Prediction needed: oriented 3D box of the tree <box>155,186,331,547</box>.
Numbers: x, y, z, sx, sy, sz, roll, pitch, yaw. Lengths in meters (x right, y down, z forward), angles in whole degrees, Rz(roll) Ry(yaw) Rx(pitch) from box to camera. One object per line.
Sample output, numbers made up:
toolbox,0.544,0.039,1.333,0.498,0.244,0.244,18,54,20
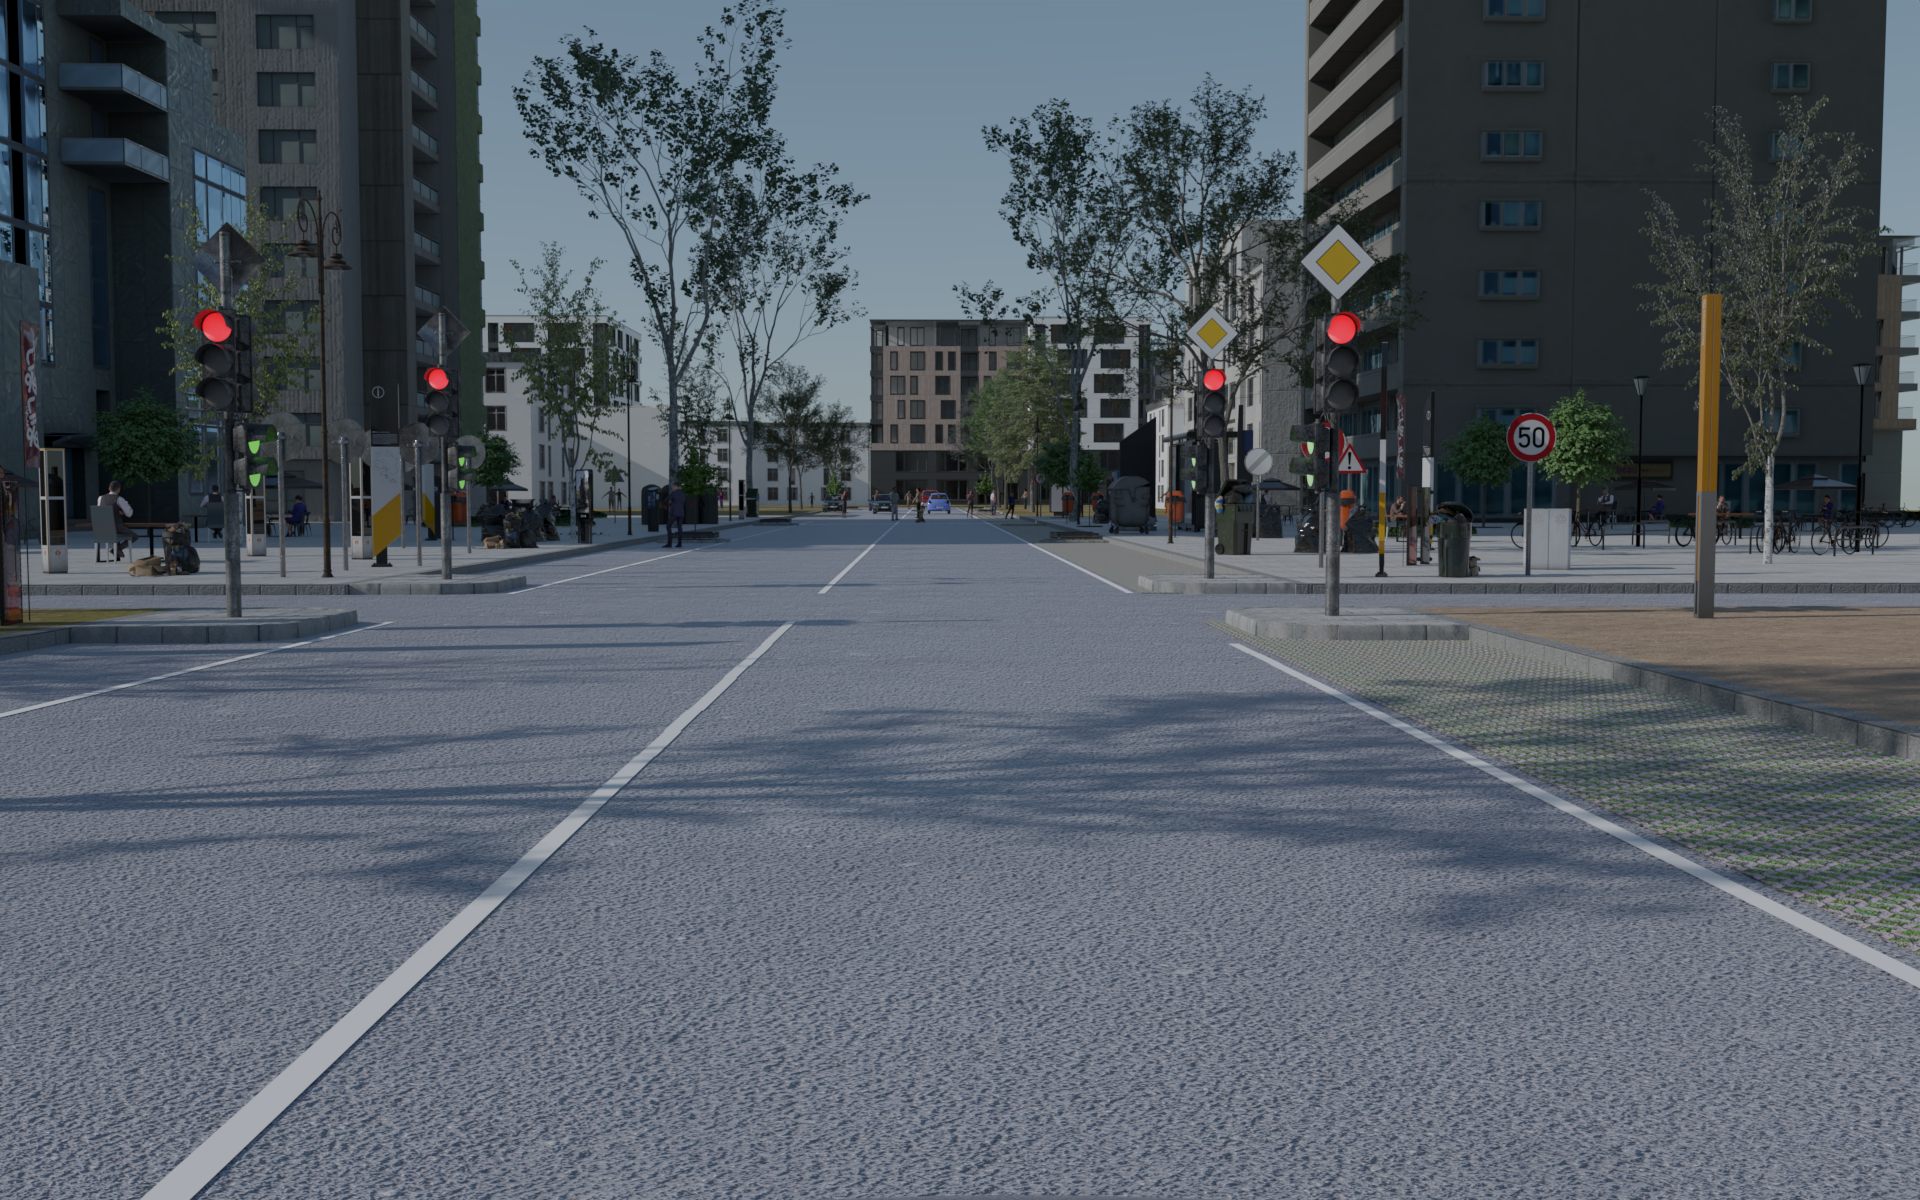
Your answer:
tree,-17.536,-5.613,42.135,4.737,8.622,4.395,0,3,0

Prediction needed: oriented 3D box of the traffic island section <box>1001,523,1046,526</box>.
traffic island section,2.844,-3.393,78.339,1.991,0.108,1.994,0,4,-1

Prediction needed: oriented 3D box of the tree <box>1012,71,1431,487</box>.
tree,5.861,-6.312,37.618,8.767,10.594,7.601,0,4,6

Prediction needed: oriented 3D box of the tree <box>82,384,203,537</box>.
tree,-24.406,-4.163,51.785,4.285,4.588,4.351,0,3,0

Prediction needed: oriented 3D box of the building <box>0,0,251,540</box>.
building,-37.532,-45.220,52.017,22.319,86.520,31.000,0,4,-1

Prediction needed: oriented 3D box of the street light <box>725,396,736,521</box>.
street light,-10.860,-6.662,81.719,0.468,5.910,1.993,0,4,-1

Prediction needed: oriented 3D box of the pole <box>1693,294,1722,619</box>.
pole,7.688,-1.466,17.805,0.158,3.312,0.155,0,3,0

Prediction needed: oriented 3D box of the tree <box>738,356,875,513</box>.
tree,-11.771,-11.184,117.277,8.767,10.594,7.601,3,4,37

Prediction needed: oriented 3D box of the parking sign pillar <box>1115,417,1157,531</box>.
parking sign pillar,6.155,-4.399,60.395,1.447,3.967,1.447,-1,4,-11

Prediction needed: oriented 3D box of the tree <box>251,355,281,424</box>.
tree,-30.819,-7.485,72.749,4.360,8.622,3.978,0,3,0

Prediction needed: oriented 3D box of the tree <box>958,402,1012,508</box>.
tree,3.370,-13.930,162.172,7.601,10.594,8.767,1,4,13

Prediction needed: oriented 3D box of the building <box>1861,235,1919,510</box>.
building,59.324,-18.757,150.651,32.646,21.610,27.936,0,4,-1

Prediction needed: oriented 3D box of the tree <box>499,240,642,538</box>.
tree,-11.263,-6.109,50.244,4.737,8.622,4.395,0,3,0

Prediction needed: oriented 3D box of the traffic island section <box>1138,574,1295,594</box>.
traffic island section,3.803,-0.244,26.265,2.009,0.180,2.903,0,4,-1

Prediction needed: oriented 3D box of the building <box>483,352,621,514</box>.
building,-30.062,-10.654,116.342,9.099,9.664,28.070,0,4,-1

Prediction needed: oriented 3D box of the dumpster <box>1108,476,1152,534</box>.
dumpster,5.460,-3.053,55.676,1.264,1.857,1.865,0,4,-1

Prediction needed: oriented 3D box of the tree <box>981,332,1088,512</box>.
tree,5.503,-12.432,121.387,7.486,12.596,7.792,0,3,0

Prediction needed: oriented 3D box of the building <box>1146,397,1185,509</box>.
building,22.406,-12.735,150.363,9.099,9.664,28.070,0,4,-1

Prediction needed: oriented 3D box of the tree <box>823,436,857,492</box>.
tree,-12.739,-13.898,177.598,4.360,8.622,3.978,0,3,0

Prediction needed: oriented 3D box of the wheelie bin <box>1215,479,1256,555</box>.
wheelie bin,5.840,-1.754,36.584,0.980,1.594,0.693,-3,4,-38

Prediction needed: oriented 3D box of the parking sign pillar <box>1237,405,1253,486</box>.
parking sign pillar,8.686,-3.943,52.948,1.447,3.967,1.447,0,4,7

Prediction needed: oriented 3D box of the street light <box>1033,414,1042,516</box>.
street light,4.482,-7.794,100.221,0.468,5.910,1.993,0,4,-1

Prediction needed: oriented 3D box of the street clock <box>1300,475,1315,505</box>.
street clock,9.893,-2.731,49.216,0.471,2.002,0.358,0,4,4

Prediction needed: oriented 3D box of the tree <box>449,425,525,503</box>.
tree,-21.903,-5.915,80.427,4.285,4.588,4.351,0,3,0

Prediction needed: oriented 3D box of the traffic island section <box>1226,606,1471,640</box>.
traffic island section,3.949,0.245,18.281,2.009,0.180,2.903,0,4,-1

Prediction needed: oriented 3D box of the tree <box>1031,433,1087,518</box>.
tree,5.487,-6.647,92.395,4.285,4.588,4.351,0,3,0

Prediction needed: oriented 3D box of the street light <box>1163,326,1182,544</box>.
street light,5.455,-4.398,44.693,0.468,5.910,1.993,0,4,-1

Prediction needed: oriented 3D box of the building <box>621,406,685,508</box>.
building,-40.418,-13.316,159.860,28.070,9.664,9.099,0,4,-1

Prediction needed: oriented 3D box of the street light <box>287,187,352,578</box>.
street light,-9.728,-3.283,26.465,0.468,5.910,1.993,0,4,-1

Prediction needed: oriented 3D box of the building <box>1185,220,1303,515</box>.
building,26.318,-15.533,120.425,16.747,18.905,31.486,0,4,-1

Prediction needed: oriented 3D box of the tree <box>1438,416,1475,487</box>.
tree,20.043,-5.026,65.896,4.285,4.588,4.351,0,3,0

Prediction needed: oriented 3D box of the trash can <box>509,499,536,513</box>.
trash can,-12.644,-2.350,50.081,0.748,1.137,0.748,0,3,0

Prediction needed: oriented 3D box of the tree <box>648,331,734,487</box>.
tree,-11.916,-7.805,77.977,4.360,8.622,3.978,0,3,0

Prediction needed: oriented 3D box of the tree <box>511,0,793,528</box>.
tree,-9.355,-12.765,64.599,12.611,20.169,13.585,0,3,0

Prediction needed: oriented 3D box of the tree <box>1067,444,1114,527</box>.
tree,5.007,-4.453,67.410,1.663,3.219,1.824,0,3,0

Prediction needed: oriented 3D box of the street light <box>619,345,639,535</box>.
street light,-10.337,-4.970,54.054,0.468,5.910,1.993,0,4,-1

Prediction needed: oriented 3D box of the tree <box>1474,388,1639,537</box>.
tree,18.936,-4.224,52.769,4.285,4.588,4.351,0,3,0

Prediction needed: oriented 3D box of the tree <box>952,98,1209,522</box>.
tree,5.993,-13.787,81.308,12.611,20.169,13.585,0,3,0

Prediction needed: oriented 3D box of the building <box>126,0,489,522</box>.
building,-31.973,-24.489,83.992,14.154,41.232,14.086,0,4,-1

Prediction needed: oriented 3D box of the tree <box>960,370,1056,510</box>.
tree,3.977,-13.291,143.057,9.928,11.665,9.643,0,3,0

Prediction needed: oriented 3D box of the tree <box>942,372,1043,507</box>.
tree,3.319,-16.055,172.865,12.009,13.543,11.850,0,3,0

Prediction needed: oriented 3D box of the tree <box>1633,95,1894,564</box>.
tree,14.614,-4.971,31.635,4.360,8.622,3.978,0,3,0

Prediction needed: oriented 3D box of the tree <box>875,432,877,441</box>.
tree,-12.561,-14.329,168.698,8.767,10.594,7.601,-2,4,-34

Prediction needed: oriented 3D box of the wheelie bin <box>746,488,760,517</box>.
wheelie bin,-11.477,-5.373,95.751,0.980,1.594,0.693,1,4,13

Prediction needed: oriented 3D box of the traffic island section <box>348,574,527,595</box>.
traffic island section,-7.737,-0.231,26.058,2.009,0.180,2.903,0,4,-1

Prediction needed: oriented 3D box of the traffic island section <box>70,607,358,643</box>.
traffic island section,-7.590,0.257,18.075,2.009,0.180,2.903,0,4,-1

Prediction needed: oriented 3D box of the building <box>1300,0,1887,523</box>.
building,29.995,-28.271,85.931,21.300,48.544,21.600,0,4,-1

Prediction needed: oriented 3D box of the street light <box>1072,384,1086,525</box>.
street light,4.986,-6.107,72.630,0.468,5.910,1.993,0,4,-1
